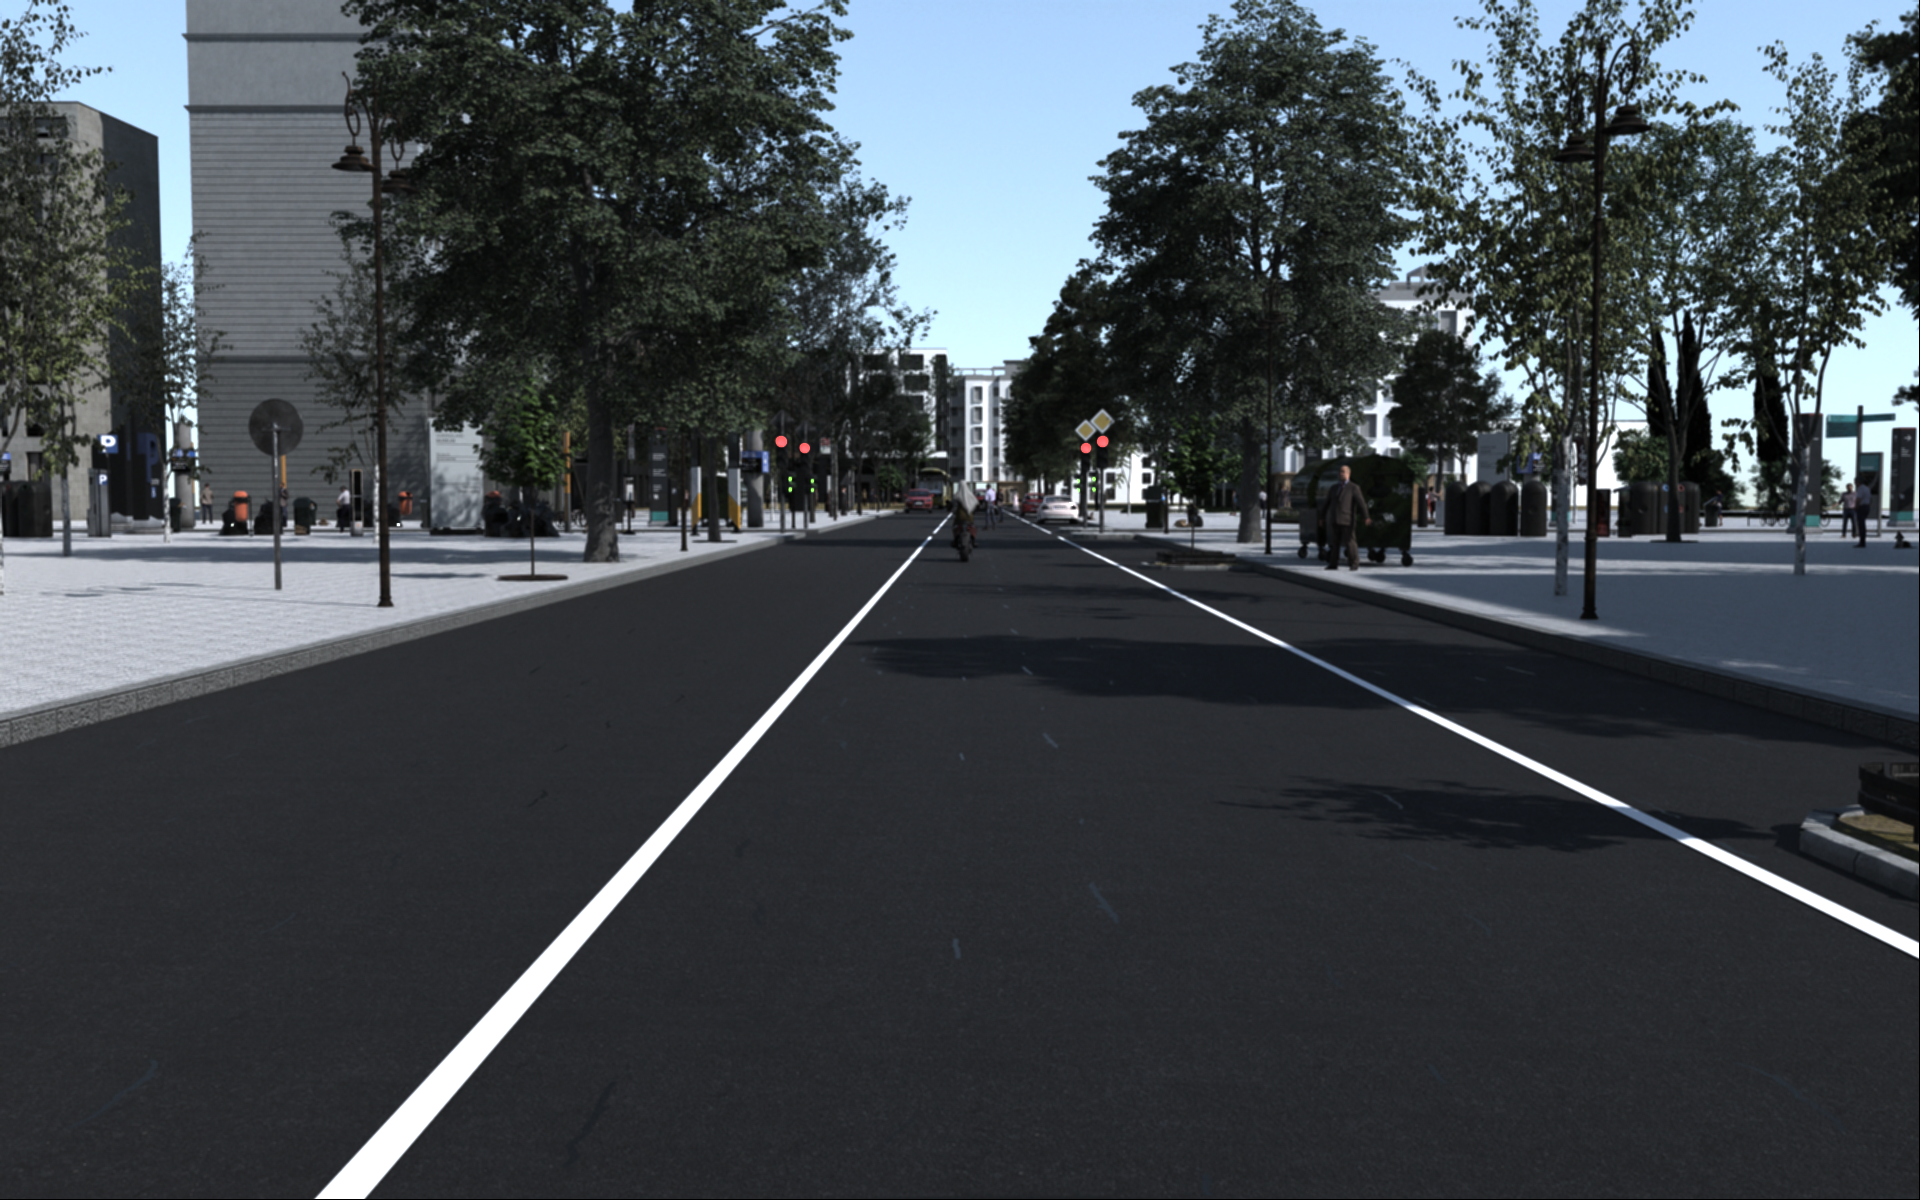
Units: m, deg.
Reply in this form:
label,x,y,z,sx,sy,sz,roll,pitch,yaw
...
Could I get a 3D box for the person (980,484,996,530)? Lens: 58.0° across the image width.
label,x,y,z,sx,sy,sz,roll,pitch,yaw
person,1.091,-3.698,68.830,0.709,1.838,0.599,-3,5,-43

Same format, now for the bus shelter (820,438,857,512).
label,x,y,z,sx,sy,sz,roll,pitch,yaw
bus shelter,-8.863,-9.080,126.097,2.179,5.291,8.768,0,4,0

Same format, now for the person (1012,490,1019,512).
label,x,y,z,sx,sy,sz,roll,pitch,yaw
person,4.298,-7.729,135.540,0.621,1.740,0.551,1,4,12

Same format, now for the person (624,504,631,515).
label,x,y,z,sx,sy,sz,roll,pitch,yaw
person,-20.559,-6.109,106.746,0.655,1.722,0.431,0,4,-4

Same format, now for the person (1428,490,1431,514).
label,x,y,z,sx,sy,sz,roll,pitch,yaw
person,29.374,-6.178,108.757,0.444,1.614,0.593,-3,5,-43

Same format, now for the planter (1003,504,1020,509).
label,x,y,z,sx,sy,sz,roll,pitch,yaw
planter,5.212,-8.947,167.422,1.991,0.319,1.994,0,4,0

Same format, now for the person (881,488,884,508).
label,x,y,z,sx,sy,sz,roll,pitch,yaw
person,-6.984,-9.159,155.871,0.705,1.814,1.350,0,4,-6

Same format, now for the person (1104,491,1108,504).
label,x,y,z,sx,sy,sz,roll,pitch,yaw
person,18.417,-12.946,220.174,0.705,1.824,1.348,-3,5,-41

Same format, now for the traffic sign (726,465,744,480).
label,x,y,z,sx,sy,sz,roll,pitch,yaw
traffic sign,-9.146,-4.300,70.412,0.768,2.556,0.104,0,4,6

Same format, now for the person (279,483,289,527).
label,x,y,z,sx,sy,sz,roll,pitch,yaw
person,-26.183,-3.669,66.847,0.431,1.722,0.655,-3,5,-42

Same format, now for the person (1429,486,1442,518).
label,x,y,z,sx,sy,sz,roll,pitch,yaw
person,22.554,-4.569,82.201,0.566,1.644,0.517,2,4,25

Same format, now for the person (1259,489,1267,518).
label,x,y,z,sx,sy,sz,roll,pitch,yaw
person,15.881,-5.085,91.399,0.614,1.554,0.590,0,4,4

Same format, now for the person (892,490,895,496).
label,x,y,z,sx,sy,sz,roll,pitch,yaw
person,-7.447,-11.581,196.112,0.721,1.735,1.217,-1,4,-8

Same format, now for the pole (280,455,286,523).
label,x,y,z,sx,sy,sz,roll,pitch,yaw
pole,-27.632,-4.702,70.727,0.158,3.312,0.155,0,3,0

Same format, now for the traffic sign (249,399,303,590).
label,x,y,z,sx,sy,sz,roll,pitch,yaw
traffic sign,-9.139,-1.409,23.140,0.768,2.556,0.104,0,4,7

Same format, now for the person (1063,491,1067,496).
label,x,y,z,sx,sy,sz,roll,pitch,yaw
person,13.354,-13.006,221.131,0.705,1.826,1.348,3,5,43

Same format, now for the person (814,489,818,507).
label,x,y,z,sx,sy,sz,roll,pitch,yaw
person,-14.692,-10.361,176.001,0.434,1.755,0.990,2,4,30

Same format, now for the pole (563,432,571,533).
label,x,y,z,sx,sy,sz,roll,pitch,yaw
pole,-12.937,-3.863,57.010,0.158,3.312,0.155,0,3,0

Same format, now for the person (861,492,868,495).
label,x,y,z,sx,sy,sz,roll,pitch,yaw
person,-10.082,-10.824,183.151,1.348,1.807,0.705,-2,4,-25

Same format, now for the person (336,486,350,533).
label,x,y,z,sx,sy,sz,roll,pitch,yaw
person,-20.283,-2.987,57.097,0.590,1.554,0.614,3,5,42

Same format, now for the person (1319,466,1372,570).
label,x,y,z,sx,sy,sz,roll,pitch,yaw
person,6.459,-1.381,29.173,0.434,1.755,0.990,-3,5,-44

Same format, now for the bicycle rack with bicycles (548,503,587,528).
label,x,y,z,sx,sy,sz,roll,pitch,yaw
bicycle rack with bicycles,-15.025,-3.267,66.798,2.852,0.926,2.925,3,5,43

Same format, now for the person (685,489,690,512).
label,x,y,z,sx,sy,sz,roll,pitch,yaw
person,-19.995,-7.286,126.630,0.517,1.644,0.566,0,4,-5

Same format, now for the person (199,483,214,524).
label,x,y,z,sx,sy,sz,roll,pitch,yaw
person,-32.613,-4.184,74.979,0.617,1.759,0.750,-2,4,-29

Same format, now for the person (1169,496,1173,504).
label,x,y,z,sx,sy,sz,roll,pitch,yaw
person,21.612,-10.430,177.122,0.434,1.755,0.990,0,4,1

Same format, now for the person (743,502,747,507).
label,x,y,z,sx,sy,sz,roll,pitch,yaw
person,-20.890,-9.896,167.918,0.705,1.814,1.350,2,4,32

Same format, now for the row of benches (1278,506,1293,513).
label,x,y,z,sx,sy,sz,roll,pitch,yaw
row of benches,16.132,-4.307,85.885,1.422,0.672,4.104,1,4,9

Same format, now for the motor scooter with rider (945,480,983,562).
label,x,y,z,sx,sy,sz,roll,pitch,yaw
motor scooter with rider,0.119,-1.721,37.103,0.876,1.779,1.986,0,4,-1

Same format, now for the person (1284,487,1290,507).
label,x,y,z,sx,sy,sz,roll,pitch,yaw
person,23.455,-7.221,124.560,0.683,1.767,0.568,1,4,19

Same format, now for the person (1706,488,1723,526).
label,x,y,z,sx,sy,sz,roll,pitch,yaw
person,30.063,-3.700,68.912,0.546,1.535,0.453,-1,4,-8

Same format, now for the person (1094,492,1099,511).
label,x,y,z,sx,sy,sz,roll,pitch,yaw
person,10.311,-7.636,131.593,0.504,1.737,0.576,-2,4,-26

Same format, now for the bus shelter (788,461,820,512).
label,x,y,z,sx,sy,sz,roll,pitch,yaw
bus shelter,-11.266,-8.217,125.629,1.731,3.624,6.357,0,4,0

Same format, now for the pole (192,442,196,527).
label,x,y,z,sx,sy,sz,roll,pitch,yaw
pole,-30.168,-4.539,68.060,0.158,3.312,0.155,0,3,0

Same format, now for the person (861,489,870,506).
label,x,y,z,sx,sy,sz,roll,pitch,yaw
person,-9.962,-10.639,180.080,1.348,1.812,0.705,-1,4,-13

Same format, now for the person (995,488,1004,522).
label,x,y,z,sx,sy,sz,roll,pitch,yaw
person,2.002,-4.803,87.851,0.431,1.722,0.655,-1,4,-9

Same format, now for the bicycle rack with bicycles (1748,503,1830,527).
label,x,y,z,sx,sy,sz,roll,pitch,yaw
bicycle rack with bicycles,32.796,-3.404,69.031,2.852,0.926,2.925,0,4,-3

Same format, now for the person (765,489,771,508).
label,x,y,z,sx,sy,sz,roll,pitch,yaw
person,-17.100,-9.049,154.705,0.721,1.735,1.217,1,4,22

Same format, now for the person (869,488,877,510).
label,x,y,z,sx,sy,sz,roll,pitch,yaw
person,-7.098,-8.286,141.960,0.568,1.767,0.683,2,4,24

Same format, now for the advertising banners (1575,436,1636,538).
label,x,y,z,sx,sy,sz,roll,pitch,yaw
advertising banners,19.252,-3.398,51.753,0.090,3.025,2.074,-3,4,-36

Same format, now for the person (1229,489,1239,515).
label,x,y,z,sx,sy,sz,roll,pitch,yaw
person,16.606,-5.938,105.006,0.662,1.594,0.647,1,4,20

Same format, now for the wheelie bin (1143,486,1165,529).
label,x,y,z,sx,sy,sz,roll,pitch,yaw
wheelie bin,7.256,-3.453,64.362,0.980,1.594,0.693,2,4,26

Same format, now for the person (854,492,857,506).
label,x,y,z,sx,sy,sz,roll,pitch,yaw
person,-11.515,-11.045,187.344,1.217,1.735,0.721,-1,4,-10

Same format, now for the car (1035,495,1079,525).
label,x,y,z,sx,sy,sz,roll,pitch,yaw
car,4.654,-4.307,82.781,2.083,1.381,4.827,0,4,1

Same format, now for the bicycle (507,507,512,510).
label,x,y,z,sx,sy,sz,roll,pitch,yaw
bicycle,-14.192,-2.529,54.565,1.543,0.972,0.635,3,5,40

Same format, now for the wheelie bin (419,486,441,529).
label,x,y,z,sx,sy,sz,roll,pitch,yaw
wheelie bin,-19.615,-3.446,64.245,0.980,1.594,0.693,3,5,44

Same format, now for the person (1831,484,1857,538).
label,x,y,z,sx,sy,sz,roll,pitch,yaw
person,25.759,-2.580,50.180,0.963,1.587,0.435,1,4,21

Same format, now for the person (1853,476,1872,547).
label,x,y,z,sx,sy,sz,roll,pitch,yaw
person,21.630,-2.120,41.647,0.756,1.711,0.436,-2,4,-32

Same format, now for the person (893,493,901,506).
label,x,y,z,sx,sy,sz,roll,pitch,yaw
person,-6.703,-10.625,182.952,0.799,1.438,0.628,-1,4,-20

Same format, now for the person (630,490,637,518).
label,x,y,z,sx,sy,sz,roll,pitch,yaw
person,-17.422,-5.195,91.673,0.600,1.739,0.565,-3,5,-45

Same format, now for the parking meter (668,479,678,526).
label,x,y,z,sx,sy,sz,roll,pitch,yaw
parking meter,-11.475,-3.881,69.166,0.399,1.863,0.255,-3,5,-44

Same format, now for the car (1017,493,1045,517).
label,x,y,z,sx,sy,sz,roll,pitch,yaw
car,4.746,-6.205,110.488,2.155,1.783,4.494,0,4,0

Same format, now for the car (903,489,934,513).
label,x,y,z,sx,sy,sz,roll,pitch,yaw
car,-3.086,-7.396,129.591,2.281,1.827,5.304,0,4,-1

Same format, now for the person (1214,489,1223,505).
label,x,y,z,sx,sy,sz,roll,pitch,yaw
person,24.951,-9.873,167.494,0.705,1.821,1.348,-2,4,-33

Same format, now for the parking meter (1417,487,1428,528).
label,x,y,z,sx,sy,sz,roll,pitch,yaw
parking meter,17.626,-3.520,65.962,0.372,1.533,0.369,0,3,0

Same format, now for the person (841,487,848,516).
label,x,y,z,sx,sy,sz,roll,pitch,yaw
person,-6.850,-5.853,102.535,0.445,1.727,0.742,-1,4,-9

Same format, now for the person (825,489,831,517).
label,x,y,z,sx,sy,sz,roll,pitch,yaw
person,-7.417,-5.505,98.314,0.482,1.546,0.388,-2,4,-30

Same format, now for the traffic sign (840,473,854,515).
label,x,y,z,sx,sy,sz,roll,pitch,yaw
traffic sign,-6.781,-6.353,103.877,0.884,2.594,0.081,0,4,5

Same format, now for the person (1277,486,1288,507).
label,x,y,z,sx,sy,sz,roll,pitch,yaw
person,17.035,-5.169,91.372,0.431,1.722,0.655,-1,4,-11

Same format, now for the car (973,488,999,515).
label,x,y,z,sx,sy,sz,roll,pitch,yaw
car,1.711,-6.823,120.222,2.281,1.827,5.304,0,4,1
